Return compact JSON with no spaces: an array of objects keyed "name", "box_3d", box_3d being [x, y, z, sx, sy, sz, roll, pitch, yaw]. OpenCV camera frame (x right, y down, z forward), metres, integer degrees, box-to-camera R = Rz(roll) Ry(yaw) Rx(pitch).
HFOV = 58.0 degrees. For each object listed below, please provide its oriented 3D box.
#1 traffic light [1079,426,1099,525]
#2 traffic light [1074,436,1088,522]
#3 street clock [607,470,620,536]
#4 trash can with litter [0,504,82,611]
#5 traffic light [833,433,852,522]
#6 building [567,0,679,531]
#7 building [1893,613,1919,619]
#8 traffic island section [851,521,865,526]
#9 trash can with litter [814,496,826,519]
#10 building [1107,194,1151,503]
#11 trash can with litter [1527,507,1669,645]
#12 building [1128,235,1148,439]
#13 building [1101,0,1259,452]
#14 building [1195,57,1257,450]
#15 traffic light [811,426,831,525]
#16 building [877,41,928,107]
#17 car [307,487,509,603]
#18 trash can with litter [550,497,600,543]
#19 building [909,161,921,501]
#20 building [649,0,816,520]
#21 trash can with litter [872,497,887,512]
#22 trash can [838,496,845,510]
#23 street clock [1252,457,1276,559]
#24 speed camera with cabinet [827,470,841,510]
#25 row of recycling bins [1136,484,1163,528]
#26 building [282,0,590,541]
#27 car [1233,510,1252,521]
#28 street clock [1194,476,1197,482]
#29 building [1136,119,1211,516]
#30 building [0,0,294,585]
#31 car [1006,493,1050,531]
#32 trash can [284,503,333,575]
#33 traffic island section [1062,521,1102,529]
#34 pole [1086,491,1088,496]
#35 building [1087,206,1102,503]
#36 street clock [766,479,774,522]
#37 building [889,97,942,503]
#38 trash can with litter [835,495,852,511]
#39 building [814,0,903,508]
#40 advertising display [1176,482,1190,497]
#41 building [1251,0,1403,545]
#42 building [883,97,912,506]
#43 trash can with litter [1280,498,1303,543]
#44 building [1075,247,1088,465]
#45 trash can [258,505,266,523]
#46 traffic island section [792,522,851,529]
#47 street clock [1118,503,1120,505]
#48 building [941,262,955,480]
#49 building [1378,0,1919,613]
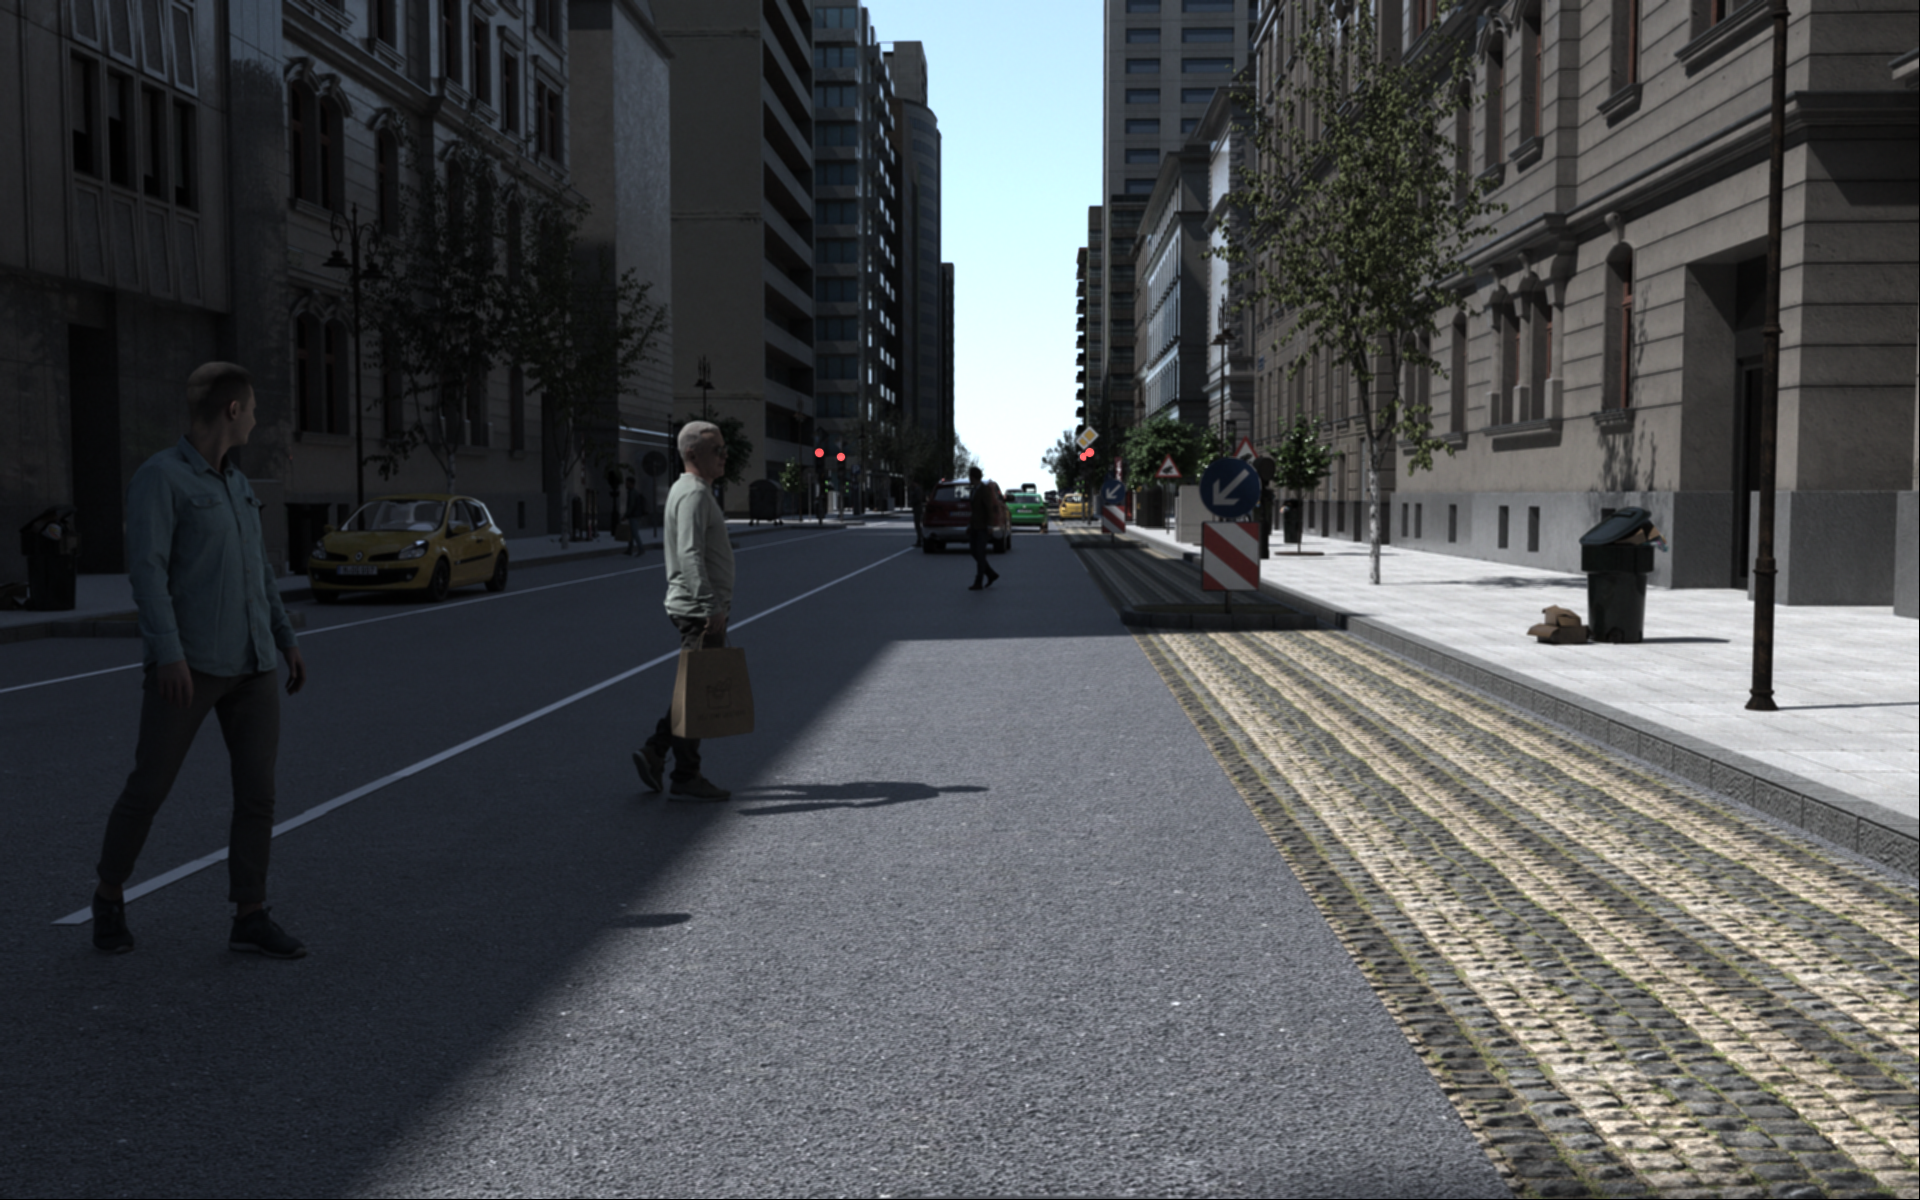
[{"name":"traffic light","box_3d":[5.297,-5.029,71.145,0.839,4.253,0.868,0,4,2]},{"name":"traffic light","box_3d":[5.636,-5.517,79.123,0.839,4.253,0.868,0,4,2]},{"name":"street clock","box_3d":[-10.496,-2.941,52.657,0.358,2.002,0.471,-3,5,-40]},{"name":"trash can with litter","box_3d":[-10.257,-0.470,19.072,1.055,1.170,0.624,0,4,6]},{"name":"traffic light","box_3d":[-5.416,-5.545,79.575,0.839,4.253,0.868,0,4,2]},{"name":"building","box_3d":[-20.413,-13.153,64.204,18.267,20.994,9.793,0,4,2]},{"name":"building","box_3d":[15.576,-13.372,6.030,14.401,28.519,23.554,0,4,2]},{"name":"traffic island section","box_3d":[-5.456,-3.513,79.712,2.009,0.180,2.903,0,4,2]},{"name":"trash can with litter","box_3d":[-7.193,-4.731,88.734,0.624,1.170,1.055,0,4,-6]},{"name":"building","box_3d":[21.381,-24.293,168.893,14.160,30.474,14.107,0,4,2]},{"name":"trash can with litter","box_3d":[5.477,-0.214,14.885,1.055,1.170,0.624,-1,4,-18]},{"name":"building","box_3d":[20.595,-21.033,141.154,12.463,27.353,25.104,0,4,2]},{"name":"building","box_3d":[26.099,-39.618,189.746,21.231,58.520,28.212,0,4,2]},{"name":"building","box_3d":[22.098,-15.706,85.675,19.941,23.489,11.050,0,4,2]},{"name":"traffic light","box_3d":[-5.755,-5.057,71.598,0.839,4.253,0.868,0,4,2]},{"name":"building","box_3d":[-13.462,-51.438,279.258,20.563,71.187,20.611,0,4,2]},{"name":"car","box_3d":[-7.635,-0.851,24.130,2.015,1.641,3.980,0,4,3]},{"name":"trash can with litter","box_3d":[-10.542,-2.175,46.613,1.678,1.210,2.233,1,4,8]},{"name":"building","box_3d":[-12.182,-32.012,206.983,14.154,41.232,14.086,0,4,2]},{"name":"building","box_3d":[-20.025,-28.895,96.134,21.300,48.544,21.600,0,4,2]},{"name":"trash can with litter","box_3d":[-5.628,-6.764,121.986,1.055,1.170,0.624,-2,4,-24]},{"name":"trash can","box_3d":[-9.685,-7.955,141.715,0.748,1.137,0.748,0,3,0]},{"name":"street clock","box_3d":[5.963,-1.805,34.083,0.471,2.002,0.358,-3,4,-37]},{"name":"speed camera with cabinet","box_3d":[-10.487,-9.118,143.412,0.660,3.252,2.038,2,4,32]},{"name":"row of recycling bins","box_3d":[7.467,-3.718,67.908,1.069,1.692,3.534,0,4,3]},{"name":"building","box_3d":[-19.065,-15.729,44.561,14.401,28.519,23.554,0,4,2]},{"name":"car","box_3d":[13.495,-3.791,73.984,4.499,1.417,2.014,0,4,4]},{"name":"street clock","box_3d":[7.824,-3.143,55.962,0.471,2.002,0.358,-2,4,-26]},{"name":"building","box_3d":[20.465,-17.143,113.571,16.112,22.955,30.059,0,4,2]},{"name":"building","box_3d":[-19.196,-12.528,22.858,12.078,24.808,19.932,0,4,2]},{"name":"car","box_3d":[2.452,-3.508,66.159,1.959,1.807,4.718,0,4,2]},{"name":"trash can","box_3d":[-10.381,-0.975,27.602,0.748,1.137,0.748,0,3,0]},{"name":"traffic island section","box_3d":[5.675,-3.483,79.236,2.009,0.180,2.903,0,4,2]},{"name":"pole","box_3d":[10.311,-8.976,140.605,0.158,3.312,0.155,0,3,0]},{"name":"building","box_3d":[25.106,-34.460,247.011,14.154,41.232,14.086,0,4,2]},{"name":"street clock","box_3d":[-8.871,-4.661,80.782,0.358,2.002,0.471,-3,5,-44]},{"name":"building","box_3d":[-13.964,-43.626,255.279,21.231,58.520,28.212,0,4,2]},{"name":"trash can with litter","box_3d":[-8.922,-7.179,128.432,2.233,1.210,1.678,-1,4,-15]},{"name":"building","box_3d":[-18.193,-33.692,170.468,23.786,49.044,30.456,0,4,2]},{"name":"advertising display","box_3d":[11.756,-5.268,91.346,0.974,1.923,0.123,-3,5,-40]},{"name":"building","box_3d":[16.543,-15.746,54.709,12.463,27.353,25.104,0,4,2]},{"name":"building","box_3d":[-12.709,-33.183,192.656,14.600,45.320,14.200,0,4,2]},{"name":"trash can with litter","box_3d":[8.611,-2.066,45.173,0.624,1.170,1.055,0,4,5]},{"name":"building","box_3d":[31.017,-39.359,298.147,22.147,44.769,28.867,0,4,2]},{"name":"trash can","box_3d":[-9.669,-0.704,23.171,0.748,1.137,0.748,0,3,0]},{"name":"traffic island section","box_3d":[-5.795,-3.025,71.734,2.009,0.180,2.903,0,4,2]},{"name":"street clock","box_3d":[12.601,-8.122,137.364,0.471,2.002,0.358,-3,5,-42]},{"name":"building","box_3d":[-8.266,-37.557,297.643,14.154,41.232,14.086,0,4,2]},{"name":"building","box_3d":[16.158,-14.826,29.791,14.401,28.519,23.554,0,4,2]}]
